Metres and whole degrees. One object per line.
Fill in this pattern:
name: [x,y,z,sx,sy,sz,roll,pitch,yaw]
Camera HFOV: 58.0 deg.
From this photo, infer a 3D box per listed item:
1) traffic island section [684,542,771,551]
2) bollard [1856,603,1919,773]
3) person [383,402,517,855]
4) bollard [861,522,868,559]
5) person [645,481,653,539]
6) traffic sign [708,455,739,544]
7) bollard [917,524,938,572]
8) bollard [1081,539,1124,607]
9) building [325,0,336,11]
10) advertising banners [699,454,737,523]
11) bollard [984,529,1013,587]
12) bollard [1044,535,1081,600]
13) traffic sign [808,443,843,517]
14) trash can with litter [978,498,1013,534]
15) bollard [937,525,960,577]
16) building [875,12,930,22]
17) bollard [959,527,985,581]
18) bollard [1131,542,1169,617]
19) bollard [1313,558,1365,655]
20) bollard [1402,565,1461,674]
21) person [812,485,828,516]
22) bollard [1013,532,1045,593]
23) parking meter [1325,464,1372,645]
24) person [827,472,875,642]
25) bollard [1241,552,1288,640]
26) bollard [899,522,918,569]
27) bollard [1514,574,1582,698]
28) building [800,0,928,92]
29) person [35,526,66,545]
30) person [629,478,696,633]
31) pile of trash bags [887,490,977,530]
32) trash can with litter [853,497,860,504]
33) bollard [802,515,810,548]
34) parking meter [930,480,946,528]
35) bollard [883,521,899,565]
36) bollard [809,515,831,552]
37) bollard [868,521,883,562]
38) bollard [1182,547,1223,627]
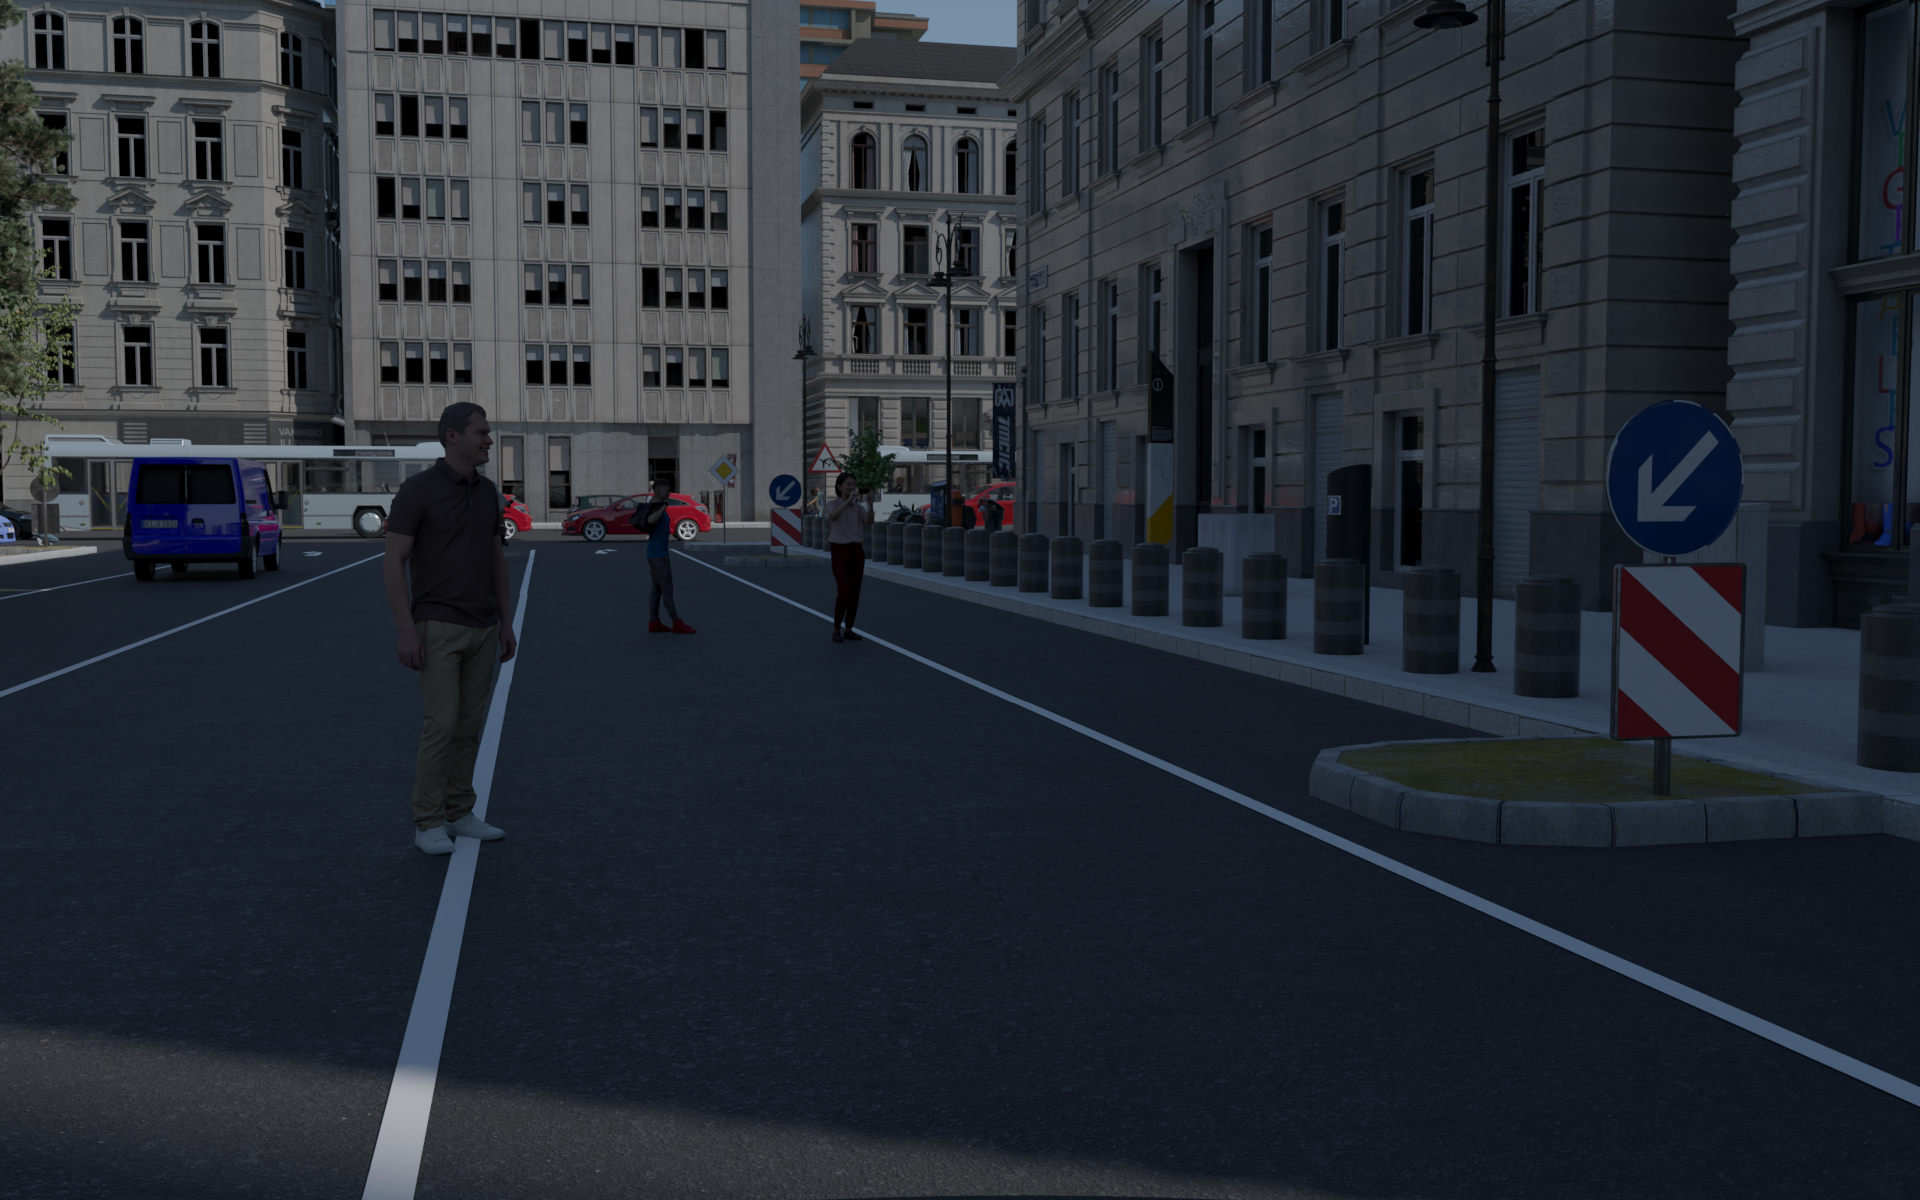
traffic island section: [-6.076,-1.381,44.854,2.009,0.180,2.903,-1,4,-13]
bollard: [4.443,0.403,8.131,0.404,0.777,0.398,0,3,0]
person: [-2.057,0.094,7.097,0.434,1.807,0.598,3,5,42]
bollard: [-1.820,-1.198,34.308,0.404,0.777,0.398,0,3,0]
person: [-9.766,-2.860,55.134,0.514,1.842,0.818,3,4,38]
traffic sign: [-6.097,-2.516,44.771,0.795,2.450,0.064,-1,4,-13]
bollard: [-0.424,-0.843,28.501,0.404,0.777,0.398,0,3,0]
bollard: [1.667,-0.308,19.756,0.404,0.777,0.398,0,3,0]
building: [-73.380,-56.531,236.953,31.000,86.520,22.319,-1,4,-13]
advertising banners: [-10.583,-4.867,75.756,2.074,3.025,0.090,2,4,31]
bollard: [0.615,-0.577,24.143,0.404,0.777,0.398,0,3,0]
bollard: [1.311,-0.398,21.227,0.404,0.777,0.398,0,3,0]
traffic sign: [-3.395,-2.669,43.642,0.884,2.594,0.081,0,4,-4]
trash can with litter: [1.056,-2.134,46.286,1.055,1.170,0.624,-2,4,-34]
bollard: [-0.078,-0.754,27.051,0.404,0.777,0.398,0,3,0]
building: [-19.735,-36.516,186.273,28.713,52.752,27.495,-1,4,-13]
bollard: [0.270,-0.665,25.594,0.404,0.777,0.398,0,3,0]
bollard: [2.012,-0.219,18.305,0.404,0.777,0.398,0,3,0]
bollard: [3.054,0.047,13.950,0.404,0.777,0.398,0,3,0]
bollard: [3.403,0.136,12.495,0.404,0.777,0.398,0,3,0]
person: [-5.849,-3.838,71.242,0.713,1.824,0.794,2,4,27]
bollard: [0.967,-0.487,22.678,0.404,0.777,0.398,0,3,0]
parking meter: [3.316,-0.390,14.795,0.372,1.533,0.369,0,3,0]
person: [-1.056,-0.425,16.910,0.517,1.644,0.566,0,4,7]
bollard: [2.707,-0.042,15.400,0.404,0.777,0.398,0,3,0]
bollard: [-0.777,-0.932,29.957,0.404,0.777,0.398,0,3,0]
bollard: [3.748,0.225,11.044,0.404,0.777,0.398,0,3,0]
building: [-15.457,-30.810,158.368,22.147,44.769,28.867,-1,4,-13]
person: [-25.776,-2.137,48.936,0.738,1.151,1.012,-3,5,-40]
person: [-3.065,-0.457,17.836,0.662,1.594,0.647,-1,4,-13]
pile of trash bags: [-0.531,-1.776,38.789,1.912,1.369,3.447,-1,4,-16]
trash can with litter: [-4.199,-3.945,75.886,1.055,1.170,0.624,-1,4,-20]
bollard: [-3.559,-1.644,41.591,0.404,0.777,0.398,0,3,0]
parking meter: [-0.340,-1.375,30.894,0.372,1.533,0.369,0,3,0]
bollard: [-1.121,-1.021,31.408,0.404,0.777,0.398,0,3,0]
bollard: [-3.210,-1.554,40.131,0.404,0.777,0.398,0,3,0]
bollard: [-1.472,-1.110,32.858,0.404,0.777,0.398,0,3,0]
bollard: [2.361,-0.131,16.852,0.404,0.777,0.398,0,3,0]
